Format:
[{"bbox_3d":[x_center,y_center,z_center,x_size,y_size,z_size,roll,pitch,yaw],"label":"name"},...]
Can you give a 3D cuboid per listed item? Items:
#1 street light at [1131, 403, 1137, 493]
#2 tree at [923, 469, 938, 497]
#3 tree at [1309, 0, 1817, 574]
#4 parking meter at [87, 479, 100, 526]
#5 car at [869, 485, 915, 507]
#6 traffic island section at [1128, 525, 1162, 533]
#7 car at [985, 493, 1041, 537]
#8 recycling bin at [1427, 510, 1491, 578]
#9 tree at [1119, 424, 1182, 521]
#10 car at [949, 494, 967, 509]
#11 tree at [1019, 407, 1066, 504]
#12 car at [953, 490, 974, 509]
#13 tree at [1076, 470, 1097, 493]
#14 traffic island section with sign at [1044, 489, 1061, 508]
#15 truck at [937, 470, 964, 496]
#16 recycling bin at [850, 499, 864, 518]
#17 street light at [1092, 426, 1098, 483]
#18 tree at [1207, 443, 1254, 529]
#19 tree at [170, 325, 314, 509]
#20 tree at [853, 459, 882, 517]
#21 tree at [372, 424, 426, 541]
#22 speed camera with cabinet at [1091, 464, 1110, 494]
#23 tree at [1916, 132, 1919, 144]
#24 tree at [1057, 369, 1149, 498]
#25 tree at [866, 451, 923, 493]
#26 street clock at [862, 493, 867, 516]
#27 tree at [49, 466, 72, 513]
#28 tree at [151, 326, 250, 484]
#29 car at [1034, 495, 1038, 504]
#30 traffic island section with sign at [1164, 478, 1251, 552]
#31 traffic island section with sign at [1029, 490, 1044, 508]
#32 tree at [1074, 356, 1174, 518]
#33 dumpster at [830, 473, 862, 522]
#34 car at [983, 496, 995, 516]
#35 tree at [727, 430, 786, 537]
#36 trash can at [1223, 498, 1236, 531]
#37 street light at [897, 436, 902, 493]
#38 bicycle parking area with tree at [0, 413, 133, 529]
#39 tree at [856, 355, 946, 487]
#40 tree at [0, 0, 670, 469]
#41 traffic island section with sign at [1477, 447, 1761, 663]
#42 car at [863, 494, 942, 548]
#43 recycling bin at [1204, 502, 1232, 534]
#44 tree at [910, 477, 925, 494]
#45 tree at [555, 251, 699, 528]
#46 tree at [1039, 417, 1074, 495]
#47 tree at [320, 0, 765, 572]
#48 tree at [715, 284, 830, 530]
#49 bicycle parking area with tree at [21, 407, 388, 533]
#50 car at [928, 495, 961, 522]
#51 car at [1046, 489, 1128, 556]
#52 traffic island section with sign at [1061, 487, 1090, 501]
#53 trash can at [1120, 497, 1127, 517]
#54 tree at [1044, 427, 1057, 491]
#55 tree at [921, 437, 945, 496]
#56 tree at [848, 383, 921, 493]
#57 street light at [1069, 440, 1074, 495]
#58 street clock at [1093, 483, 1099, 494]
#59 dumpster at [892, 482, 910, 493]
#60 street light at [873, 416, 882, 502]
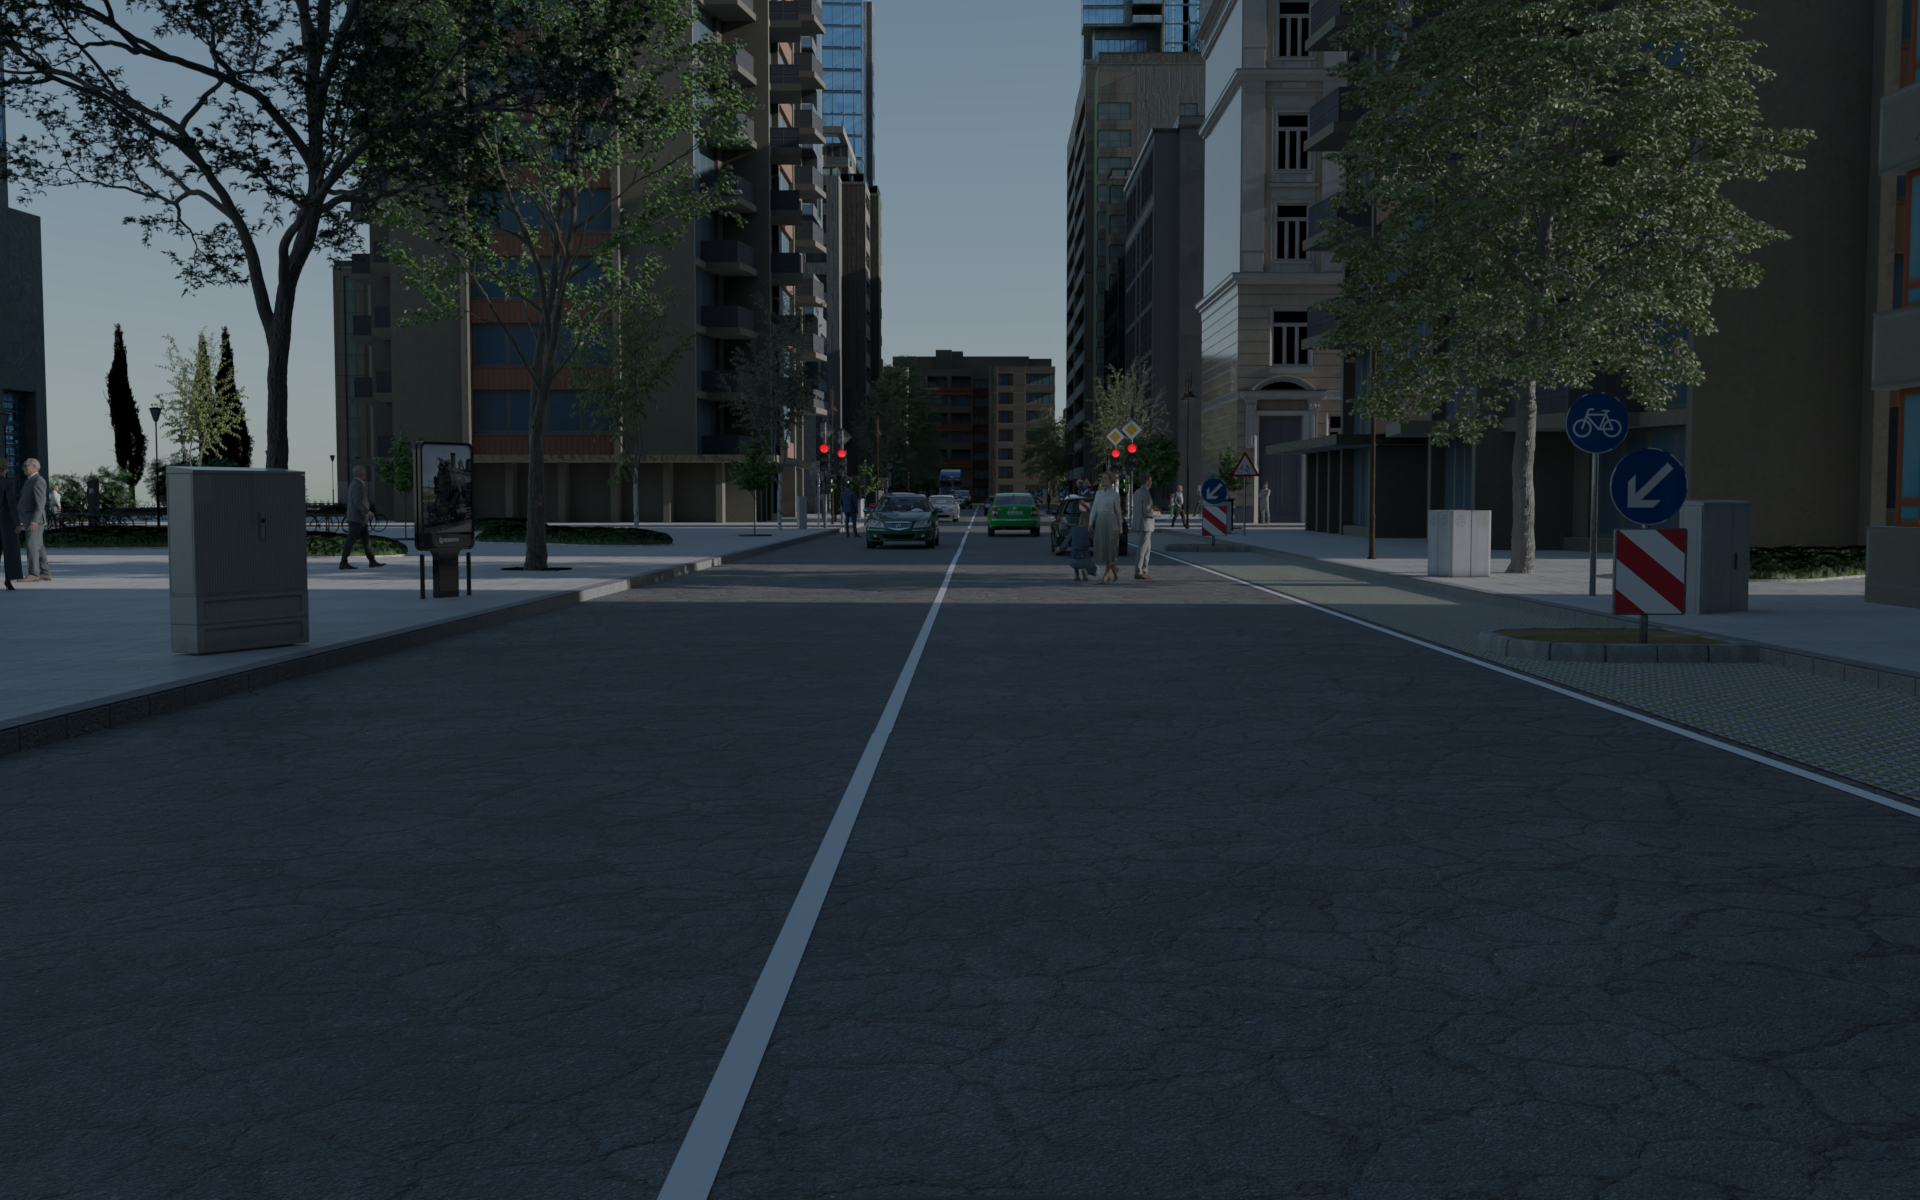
[{"bbox_3d":[8.797,-7.079,88.528,0.468,5.910,1.993,0,4,1],"label":"street light"},{"bbox_3d":[-4.375,-14.492,220.665,4.285,4.588,4.351,0,3,0],"label":"tree"},{"bbox_3d":[9.559,-6.705,27.754,7.486,12.596,7.792,0,3,0],"label":"tree"},{"bbox_3d":[-32.994,-3.684,65.943,0.399,1.863,0.255,1,4,9],"label":"parking meter"},{"bbox_3d":[-2.168,-3.245,62.102,2.155,1.783,4.494,0,4,-1],"label":"car"},{"bbox_3d":[6.444,-2.617,65.072,2.009,0.180,2.903,0,4,1],"label":"traffic island section"},{"bbox_3d":[1.834,-3.118,59.782,1.959,1.807,4.718,0,4,1],"label":"car"},{"bbox_3d":[7.775,-0.883,26.989,0.722,1.027,0.722,-1,4,-13],"label":"recycling bin"},{"bbox_3d":[9.016,-6.016,82.076,4.285,4.588,4.351,0,3,0],"label":"tree"},{"bbox_3d":[-0.428,-9.270,163.361,2.131,1.459,4.920,0,4,-1],"label":"car"},{"bbox_3d":[11.473,-18.809,225.646,7.486,12.596,7.792,0,3,0],"label":"tree"},{"bbox_3d":[0.173,-9.796,168.838,2.281,1.827,5.304,0,4,0],"label":"car"},{"bbox_3d":[10.312,-8.816,138.746,1.663,3.219,1.824,0,3,0],"label":"tree"},{"bbox_3d":[7.268,-7.134,125.268,1.989,1.847,2.006,0,4,1],"label":"traffic island section with sign"},{"bbox_3d":[-0.893,-12.652,196.621,2.967,4.110,18.799,0,4,1],"label":"truck"},{"bbox_3d":[-5.556,-4.913,92.888,0.722,1.027,0.722,1,4,10],"label":"recycling bin"},{"bbox_3d":[9.129,-8.867,117.756,0.468,5.910,1.993,0,4,1],"label":"street light"},{"bbox_3d":[9.823,-4.236,63.861,1.663,3.219,1.824,0,3,0],"label":"tree"},{"bbox_3d":[-60.288,-14.488,138.699,13.155,14.587,18.604,0,4,-4],"label":"tree"},{"bbox_3d":[-5.179,-6.234,96.521,1.663,3.219,1.824,0,3,0],"label":"tree"},{"bbox_3d":[-15.596,-3.282,48.263,1.663,3.219,1.824,0,3,0],"label":"tree"},{"bbox_3d":[9.229,-7.249,112.854,0.660,3.252,2.038,-2,4,-25],"label":"speed camera with cabinet"},{"bbox_3d":[7.600,-3.661,10.219,4.360,8.622,3.978,0,3,0],"label":"tree"},{"bbox_3d":[9.155,-9.315,102.665,4.737,8.622,4.395,0,3,0],"label":"tree"},{"bbox_3d":[-5.296,-8.677,125.575,4.285,4.588,4.351,0,3,0],"label":"tree"},{"bbox_3d":[-5.587,-5.956,101.955,0.358,2.002,0.471,-1,4,-10],"label":"street clock"},{"bbox_3d":[-59.920,-12.547,106.963,13.155,14.587,18.604,0,3,0],"label":"tree"},{"bbox_3d":[-33.666,-7.712,76.453,4.737,8.622,4.395,0,3,0],"label":"tree"},{"bbox_3d":[7.783,-10.607,186.009,1.945,1.354,3.894,0,4,1],"label":"car"},{"bbox_3d":[6.151,-2.123,43.347,1.989,1.847,2.006,0,4,1],"label":"traffic island section with sign"},{"bbox_3d":[7.931,-10.164,174.802,1.989,1.847,2.006,0,4,1],"label":"traffic island section with sign"},{"bbox_3d":[9.210,-8.750,93.419,4.360,8.622,3.978,0,3,0],"label":"tree"},{"bbox_3d":[-5.336,-4.748,80.128,1.502,2.255,1.985,0,4,1],"label":"dumpster"},{"bbox_3d":[2.482,-6.328,116.049,1.945,1.354,3.894,0,4,2],"label":"car"},{"bbox_3d":[-6.322,-3.561,52.821,1.663,3.219,1.824,0,3,0],"label":"tree"},{"bbox_3d":[8.799,-2.815,57.671,0.748,1.137,0.748,0,3,0],"label":"trash can"},{"bbox_3d":[-4.641,-9.729,131.861,0.468,5.910,1.993,0,4,1],"label":"street light"},{"bbox_3d":[-34.631,-4.392,58.816,9.016,4.147,8.231,3,4,36],"label":"bicycle parking area with tree"},{"bbox_3d":[-4.904,-13.670,141.628,7.486,12.596,7.792,0,3,0],"label":"tree"},{"bbox_3d":[-6.223,-4.933,15.064,8.767,10.594,7.601,0,4,3],"label":"tree"},{"bbox_3d":[5.783,-0.424,15.562,1.989,1.847,2.006,0,4,1],"label":"traffic island section with sign"},{"bbox_3d":[-1.529,-2.162,47.140,2.131,1.459,4.920,0,4,1],"label":"car"},{"bbox_3d":[8.336,-2.659,56.029,0.722,1.027,0.722,-1,4,-10],"label":"recycling bin"},{"bbox_3d":[-4.472,-11.511,182.813,1.663,3.219,1.824,0,3,0],"label":"tree"},{"bbox_3d":[-9.960,-6.200,51.738,4.737,8.622,4.395,0,3,0],"label":"tree"},{"bbox_3d":[9.790,-12.886,161.049,4.360,8.622,3.978,0,3,0],"label":"tree"},{"bbox_3d":[-6.969,-6.304,28.824,9.928,11.665,9.643,0,3,0],"label":"tree"},{"bbox_3d":[-6.447,-6.772,61.087,4.360,8.622,3.978,0,3,0],"label":"tree"},{"bbox_3d":[-24.080,-4.244,56.393,8.231,4.147,9.016,3,4,37],"label":"bicycle parking area with tree"},{"bbox_3d":[-0.996,-4.808,90.970,2.083,1.381,4.827,0,4,2],"label":"car"},{"bbox_3d":[3.088,-1.957,41.778,2.009,1.686,4.222,0,4,1],"label":"car"},{"bbox_3d":[6.897,-5.475,98.144,1.989,1.847,2.006,0,4,1],"label":"traffic island section with sign"},{"bbox_3d":[9.082,-5.171,96.204,0.748,1.137,0.748,0,3,0],"label":"trash can"},{"bbox_3d":[10.470,-14.029,179.739,4.737,8.622,4.395,0,3,0],"label":"tree"},{"bbox_3d":[-3.595,-16.216,215.492,4.360,8.622,3.978,0,3,0],"label":"tree"},{"bbox_3d":[-5.061,-9.988,113.673,4.360,8.622,3.978,0,3,0],"label":"tree"},{"bbox_3d":[9.548,-10.674,147.309,0.468,5.910,1.993,0,4,1],"label":"street light"},{"bbox_3d":[8.645,-6.463,110.240,0.358,2.002,0.471,2,4,29],"label":"street clock"},{"bbox_3d":[-4.632,-8.057,134.229,1.502,2.255,1.985,0,4,1],"label":"dumpster"},{"bbox_3d":[-4.860,-7.928,102.413,0.468,5.910,1.993,0,4,1],"label":"street light"}]
